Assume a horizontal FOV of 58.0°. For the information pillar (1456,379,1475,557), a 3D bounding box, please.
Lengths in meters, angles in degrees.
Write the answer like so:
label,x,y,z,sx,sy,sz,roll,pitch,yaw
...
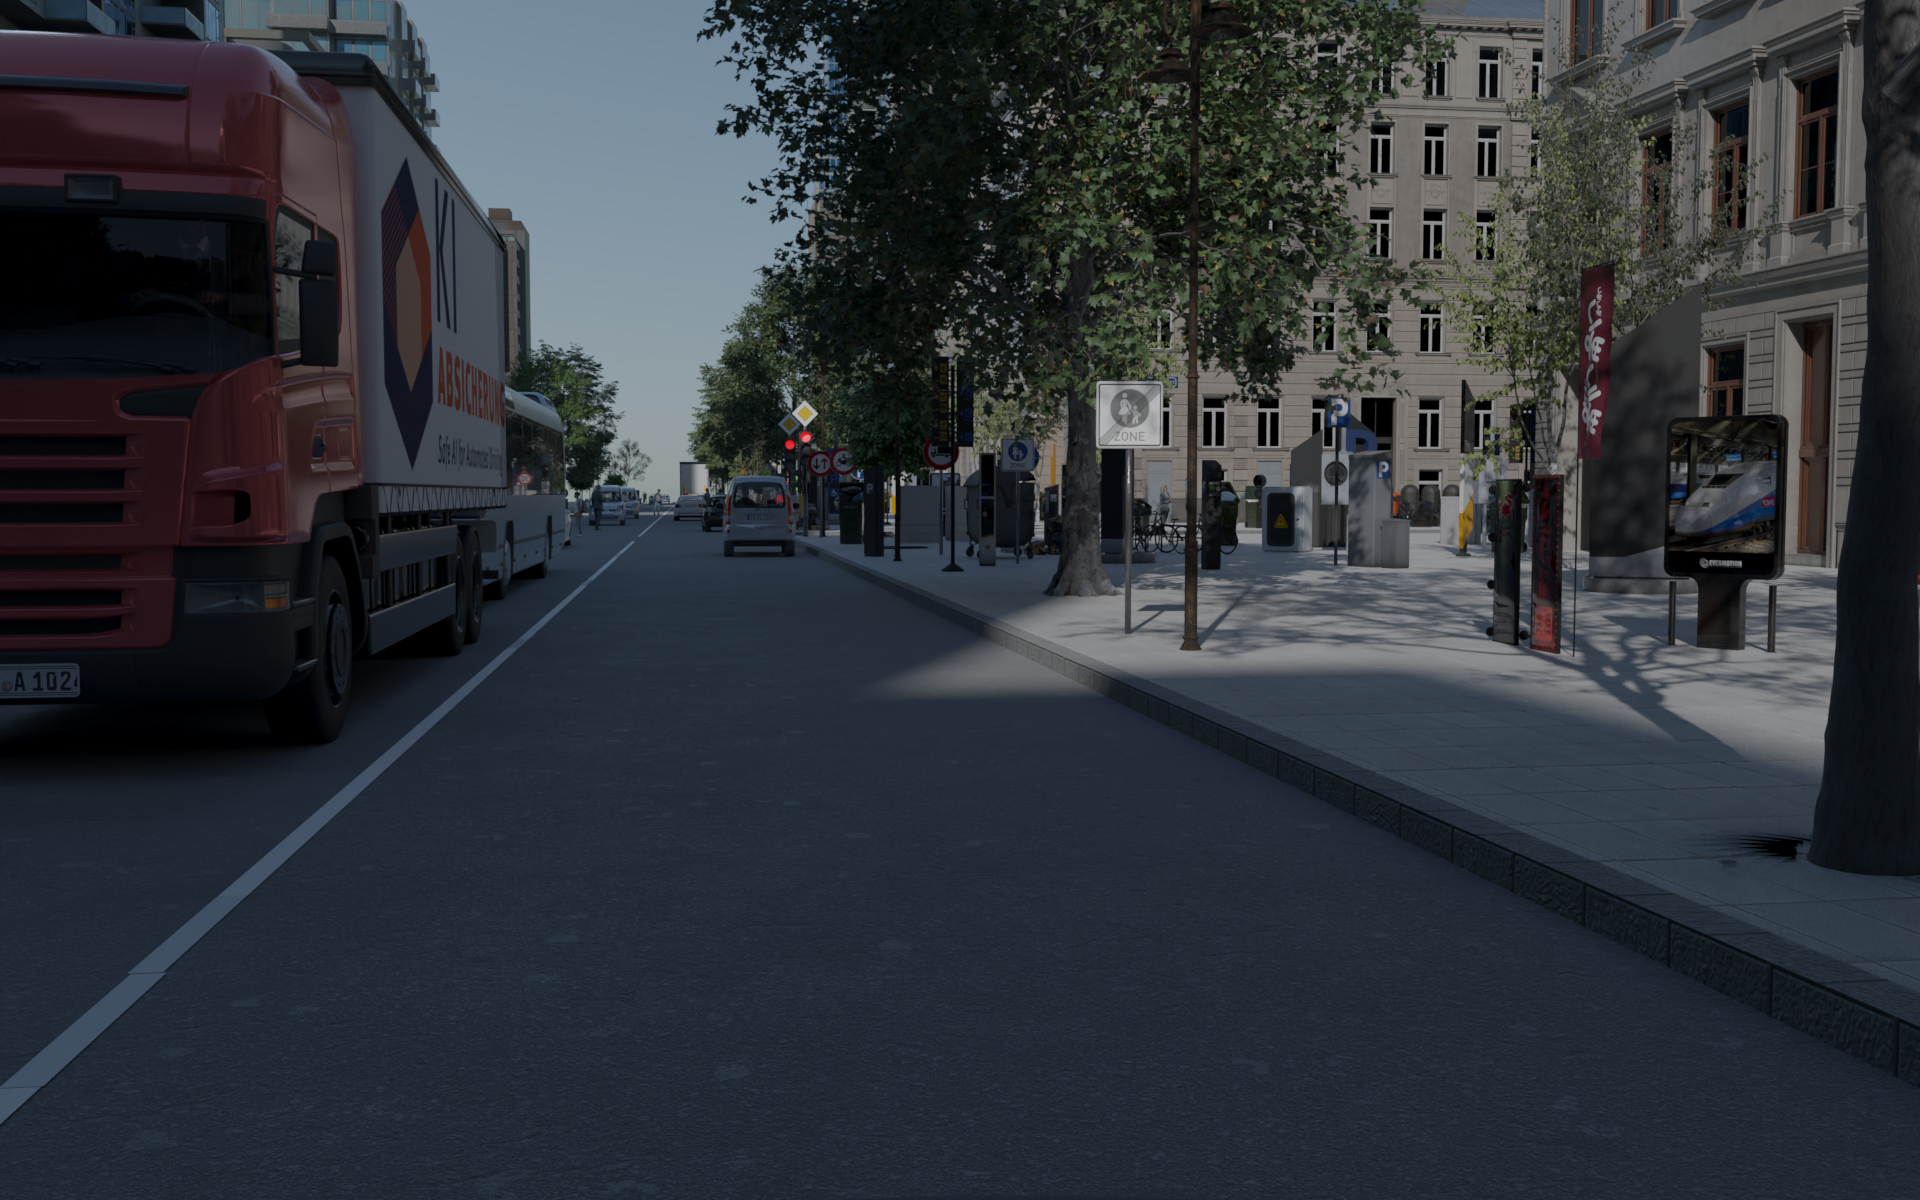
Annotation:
label,x,y,z,sx,sy,sz,roll,pitch,yaw
information pillar,10.406,-2.705,35.576,0.183,3.616,0.504,3,5,41

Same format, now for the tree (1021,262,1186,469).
label,x,y,z,sx,sy,sz,roll,pitch,yaw
tree,4.417,-5.903,46.880,4.737,8.622,4.395,0,3,0

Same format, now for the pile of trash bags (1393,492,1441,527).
label,x,y,z,sx,sy,sz,roll,pitch,yaw
pile of trash bags,17.386,-3.519,67.292,1.912,1.369,3.447,3,4,36

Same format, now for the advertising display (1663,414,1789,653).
label,x,y,z,sx,sy,sz,roll,pitch,yaw
advertising display,6.305,-0.556,14.301,0.123,1.923,0.974,-3,5,-39

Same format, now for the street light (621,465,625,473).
label,x,y,z,sx,sy,sz,roll,pitch,yaw
street light,-49.762,-17.207,254.121,0.468,5.910,1.993,-1,4,-9

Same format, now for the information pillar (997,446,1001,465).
label,x,y,z,sx,sy,sz,roll,pitch,yaw
information pillar,1.965,-5.650,83.732,0.183,3.616,0.504,-3,5,-39

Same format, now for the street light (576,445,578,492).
label,x,y,z,sx,sy,sz,roll,pitch,yaw
street light,-33.739,-10.997,152.595,0.468,5.910,1.993,-1,4,-9

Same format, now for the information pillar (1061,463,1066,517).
label,x,y,z,sx,sy,sz,roll,pitch,yaw
information pillar,2.611,-2.244,41.188,0.304,2.012,0.304,-3,5,-42

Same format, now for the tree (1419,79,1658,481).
label,x,y,z,sx,sy,sz,roll,pitch,yaw
tree,10.629,-4.952,31.329,4.737,8.622,4.395,0,3,0

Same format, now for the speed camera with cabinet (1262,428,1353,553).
label,x,y,z,sx,sy,sz,roll,pitch,yaw
speed camera with cabinet,7.710,-2.679,38.140,2.038,3.252,0.660,2,4,32

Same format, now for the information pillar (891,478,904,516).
label,x,y,z,sx,sy,sz,roll,pitch,yaw
information pillar,-2.316,-4.499,64.908,0.504,3.616,0.183,-1,4,-11

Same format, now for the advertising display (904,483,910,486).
label,x,y,z,sx,sy,sz,roll,pitch,yaw
advertising display,-3.415,-6.613,113.341,0.123,1.923,0.974,1,4,20

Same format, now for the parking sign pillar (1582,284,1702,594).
label,x,y,z,sx,sy,sz,roll,pitch,yaw
parking sign pillar,8.976,-2.095,22.719,1.447,3.967,1.447,1,4,21

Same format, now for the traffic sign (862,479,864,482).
label,x,y,z,sx,sy,sz,roll,pitch,yaw
traffic sign,-3.565,-3.978,67.162,0.606,2.300,0.079,0,4,-1

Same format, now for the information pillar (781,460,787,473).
label,x,y,z,sx,sy,sz,roll,pitch,yaw
information pillar,-11.401,-7.406,112.448,0.504,3.616,0.183,1,4,12

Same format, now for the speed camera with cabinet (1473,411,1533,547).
label,x,y,z,sx,sy,sz,roll,pitch,yaw
speed camera with cabinet,13.441,-2.901,41.774,2.038,3.252,0.660,0,4,-1

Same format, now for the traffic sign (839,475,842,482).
label,x,y,z,sx,sy,sz,roll,pitch,yaw
traffic sign,-7.390,-6.274,102.687,0.768,2.556,0.104,0,4,-1

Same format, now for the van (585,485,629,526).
label,x,y,z,sx,sy,sz,roll,pitch,yaw
van,-16.329,-4.476,80.191,2.013,2.044,4.112,-1,4,-11

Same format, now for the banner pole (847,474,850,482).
label,x,y,z,sx,sy,sz,roll,pitch,yaw
banner pole,-6.544,-6.838,101.819,0.401,3.779,0.863,1,4,9

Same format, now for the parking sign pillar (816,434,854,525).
label,x,y,z,sx,sy,sz,roll,pitch,yaw
parking sign pillar,-5.307,-5.147,72.624,1.447,3.967,1.447,0,4,-7

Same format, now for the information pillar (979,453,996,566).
label,x,y,z,sx,sy,sz,roll,pitch,yaw
information pillar,0.489,-1.615,30.900,0.304,2.012,0.304,0,4,0

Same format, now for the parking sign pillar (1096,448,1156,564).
label,x,y,z,sx,sy,sz,roll,pitch,yaw
parking sign pillar,2.963,-2.691,32.467,1.447,3.967,1.447,1,4,15

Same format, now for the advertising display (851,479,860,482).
label,x,y,z,sx,sy,sz,roll,pitch,yaw
advertising display,-4.300,-4.342,76.211,0.974,1.923,0.123,1,4,18

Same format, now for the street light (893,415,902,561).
label,x,y,z,sx,sy,sz,roll,pitch,yaw
street light,-1.193,-3.677,32.900,0.468,5.910,1.993,-1,4,-9

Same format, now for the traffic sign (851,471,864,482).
label,x,y,z,sx,sy,sz,roll,pitch,yaw
traffic sign,-3.463,-3.688,60.409,0.768,2.556,0.104,0,4,-2

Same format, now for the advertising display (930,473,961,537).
label,x,y,z,sx,sy,sz,roll,pitch,yaw
advertising display,-0.451,-2.879,52.278,0.974,1.923,0.123,-2,4,-24

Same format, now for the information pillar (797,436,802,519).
label,x,y,z,sx,sy,sz,roll,pitch,yaw
information pillar,-6.406,-4.755,69.103,0.183,3.616,0.504,-1,4,-13

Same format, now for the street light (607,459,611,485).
label,x,y,z,sx,sy,sz,roll,pitch,yaw
street light,-43.733,-14.877,216.024,0.468,5.910,1.993,-1,4,-9

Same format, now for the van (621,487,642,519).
label,x,y,z,sx,sy,sz,roll,pitch,yaw
van,-19.640,-5.774,101.414,2.013,2.044,4.112,-1,4,-10

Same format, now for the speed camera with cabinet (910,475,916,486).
label,x,y,z,sx,sy,sz,roll,pitch,yaw
speed camera with cabinet,-1.229,-4.164,62.418,0.660,3.252,2.038,-1,4,-20

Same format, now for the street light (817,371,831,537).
label,x,y,z,sx,sy,sz,roll,pitch,yaw
street light,-4.093,-4.830,51.757,0.468,5.910,1.993,-1,4,-9

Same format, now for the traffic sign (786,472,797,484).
label,x,y,z,sx,sy,sz,roll,pitch,yaw
traffic sign,-9.458,-5.928,97.021,0.768,2.556,0.104,-1,4,-9

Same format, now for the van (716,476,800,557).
label,x,y,z,sx,sy,sz,roll,pitch,yaw
van,-4.782,-2.082,41.053,2.013,2.044,4.112,0,4,-7

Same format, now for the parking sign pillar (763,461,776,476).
label,x,y,z,sx,sy,sz,roll,pitch,yaw
parking sign pillar,-13.146,-8.039,119.916,1.447,3.967,1.447,1,4,20

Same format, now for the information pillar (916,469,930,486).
label,x,y,z,sx,sy,sz,roll,pitch,yaw
information pillar,-1.085,-2.839,50.906,0.304,2.012,0.304,-2,4,-32

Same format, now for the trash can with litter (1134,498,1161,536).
label,x,y,z,sx,sy,sz,roll,pitch,yaw
trash can with litter,5.818,-2.590,53.729,1.055,1.170,0.624,-2,4,-28

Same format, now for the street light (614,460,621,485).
label,x,y,z,sx,sy,sz,roll,pitch,yaw
street light,-46.690,-16.030,234.879,0.468,5.910,1.993,-1,4,-9

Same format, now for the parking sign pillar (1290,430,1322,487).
label,x,y,z,sx,sy,sz,roll,pitch,yaw
parking sign pillar,14.411,-5.117,72.140,1.447,3.967,1.447,0,4,2

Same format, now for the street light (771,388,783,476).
label,x,y,z,sx,sy,sz,roll,pitch,yaw
street light,-8.008,-6.298,75.754,0.468,5.910,1.993,-1,4,-9

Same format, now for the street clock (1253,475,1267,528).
label,x,y,z,sx,sy,sz,roll,pitch,yaw
street clock,11.188,-3.677,64.681,0.358,2.002,0.471,-3,5,-40

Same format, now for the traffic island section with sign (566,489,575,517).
label,x,y,z,sx,sy,sz,roll,pitch,yaw
traffic island section with sign,-24.603,-6.052,107.580,1.989,1.847,2.006,-1,4,-9

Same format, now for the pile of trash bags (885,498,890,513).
label,x,y,z,sx,sy,sz,roll,pitch,yaw
pile of trash bags,-6.469,-6.416,114.651,3.447,1.369,1.912,-1,4,-21

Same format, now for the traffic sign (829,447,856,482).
label,x,y,z,sx,sy,sz,roll,pitch,yaw
traffic sign,-3.149,-2.864,46.931,0.768,2.556,0.104,0,4,-1

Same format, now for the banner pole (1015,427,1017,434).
label,x,y,z,sx,sy,sz,roll,pitch,yaw
banner pole,2.101,-4.577,64.853,0.401,3.779,0.863,0,4,-7

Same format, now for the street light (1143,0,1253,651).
label,x,y,z,sx,sy,sz,roll,pitch,yaw
street light,1.897,-2.525,14.072,0.468,5.910,1.993,-1,4,-9

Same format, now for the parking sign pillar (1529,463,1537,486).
label,x,y,z,sx,sy,sz,roll,pitch,yaw
parking sign pillar,38.678,-7.744,115.087,1.447,3.967,1.447,-2,4,-29

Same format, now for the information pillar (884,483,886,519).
label,x,y,z,sx,sy,sz,roll,pitch,yaw
information pillar,-2.422,-3.612,50.411,0.504,3.616,0.183,2,4,30

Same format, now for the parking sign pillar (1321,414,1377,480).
label,x,y,z,sx,sy,sz,roll,pitch,yaw
parking sign pillar,12.025,-3.903,52.292,1.447,3.967,1.447,-1,4,-21

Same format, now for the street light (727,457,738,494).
label,x,y,z,sx,sy,sz,roll,pitch,yaw
street light,-19.880,-10.919,151.312,0.468,5.910,1.993,-1,4,-9

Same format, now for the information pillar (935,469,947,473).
label,x,y,z,sx,sy,sz,roll,pitch,yaw
information pillar,-0.711,-4.244,60.737,0.504,3.616,0.183,-2,4,-28
